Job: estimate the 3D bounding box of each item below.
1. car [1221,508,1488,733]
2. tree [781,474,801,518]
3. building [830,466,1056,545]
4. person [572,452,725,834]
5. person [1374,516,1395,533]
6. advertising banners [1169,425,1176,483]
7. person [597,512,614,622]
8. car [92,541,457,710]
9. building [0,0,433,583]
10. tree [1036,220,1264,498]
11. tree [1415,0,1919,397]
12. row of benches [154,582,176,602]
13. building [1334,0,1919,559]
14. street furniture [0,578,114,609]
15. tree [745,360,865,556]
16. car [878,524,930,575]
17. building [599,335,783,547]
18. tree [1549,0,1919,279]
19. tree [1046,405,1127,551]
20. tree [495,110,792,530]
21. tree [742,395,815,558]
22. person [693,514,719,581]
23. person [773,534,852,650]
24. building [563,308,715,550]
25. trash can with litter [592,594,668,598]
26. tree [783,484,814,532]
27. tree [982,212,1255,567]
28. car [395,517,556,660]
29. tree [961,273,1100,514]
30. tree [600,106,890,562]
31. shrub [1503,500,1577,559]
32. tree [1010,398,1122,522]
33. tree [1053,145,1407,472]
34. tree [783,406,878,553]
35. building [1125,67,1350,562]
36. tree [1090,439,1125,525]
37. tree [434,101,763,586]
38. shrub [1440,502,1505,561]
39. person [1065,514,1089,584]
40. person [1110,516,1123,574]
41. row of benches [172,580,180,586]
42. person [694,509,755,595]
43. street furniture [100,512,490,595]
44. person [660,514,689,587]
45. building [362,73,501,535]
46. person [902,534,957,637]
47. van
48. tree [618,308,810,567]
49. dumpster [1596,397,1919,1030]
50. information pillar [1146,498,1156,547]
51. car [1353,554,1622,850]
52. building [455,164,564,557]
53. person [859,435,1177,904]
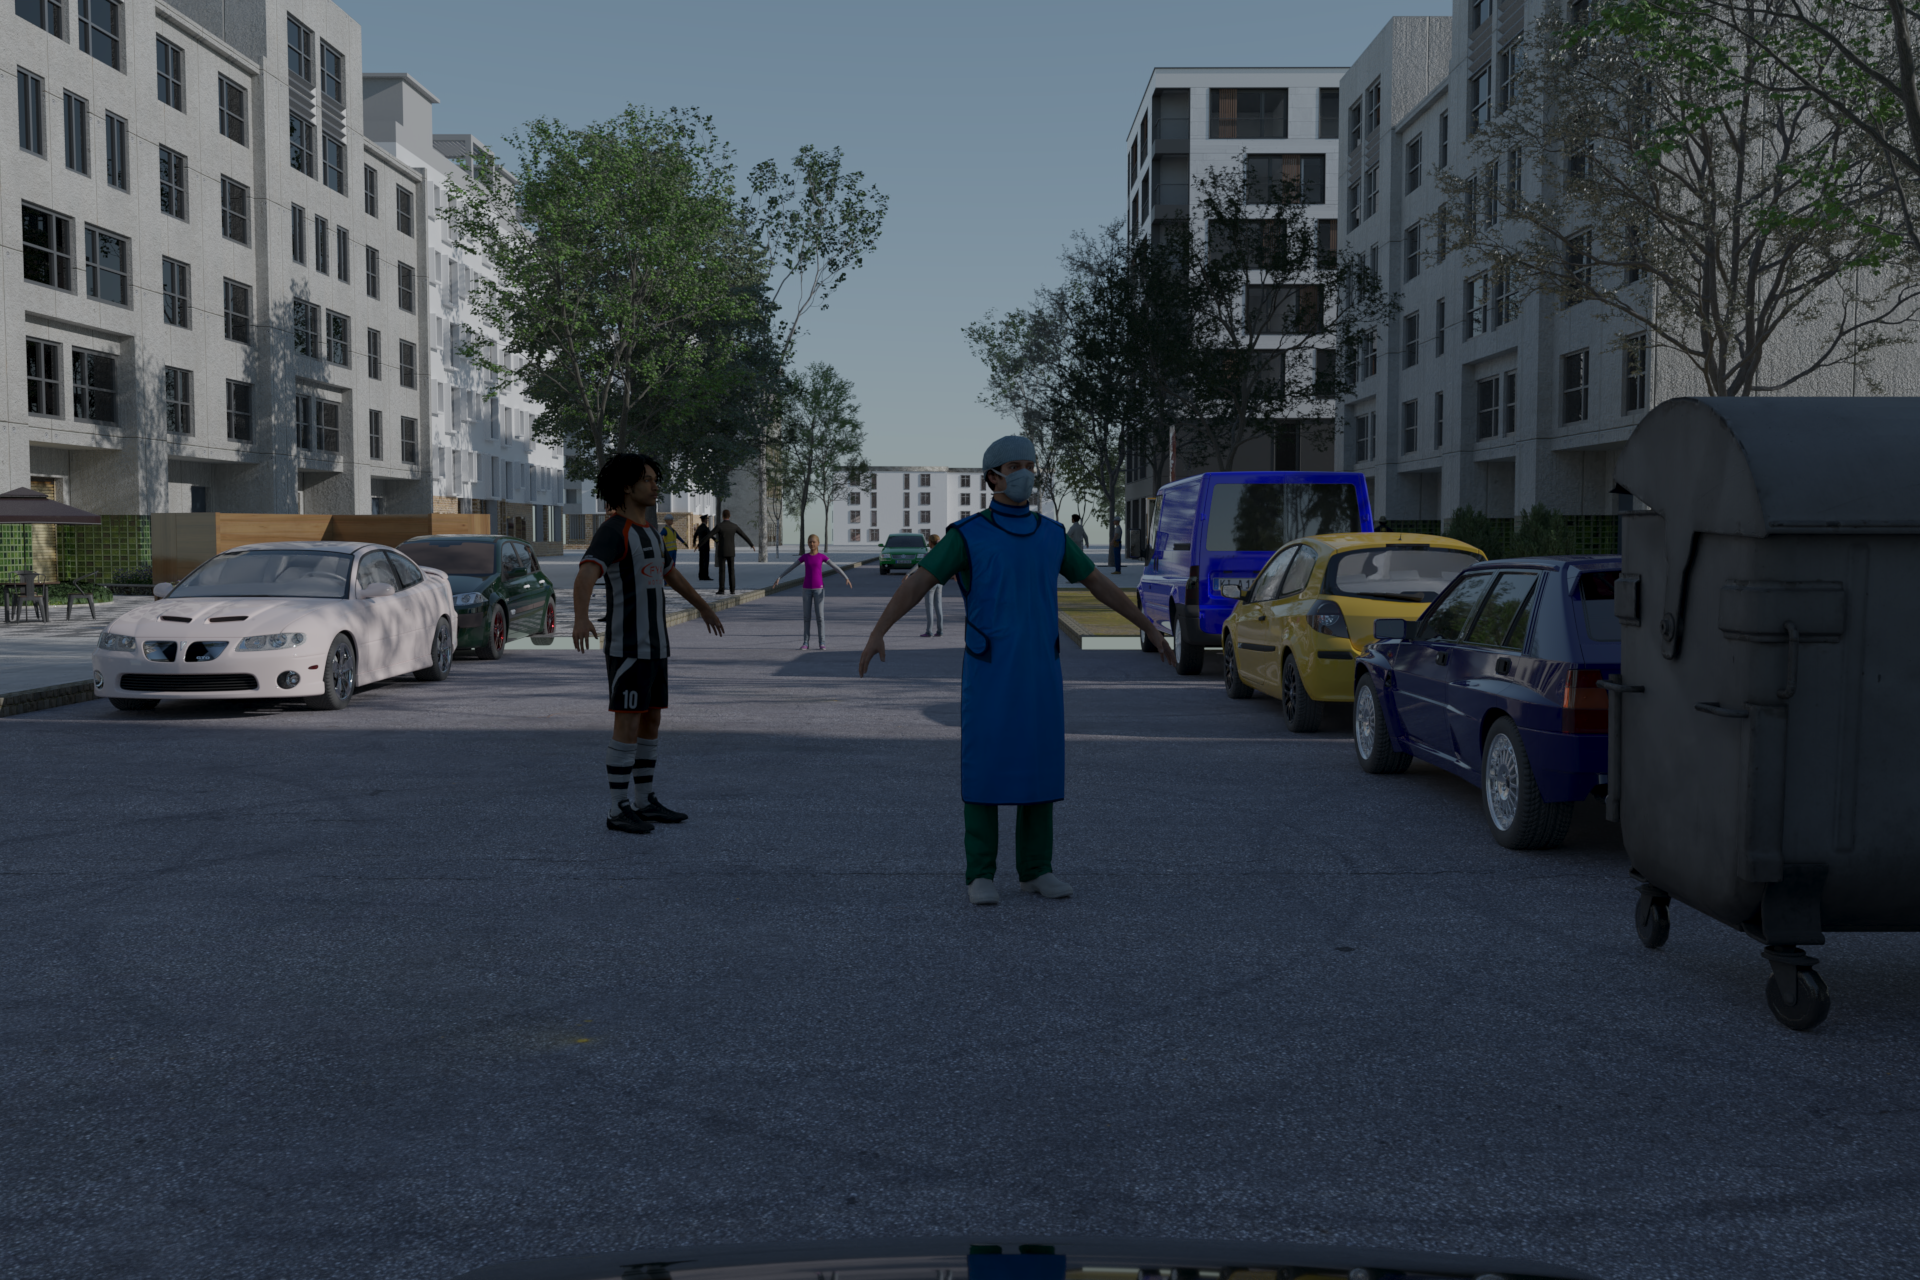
[{"bbox_3d":[3.196,-0.227,13.933,2.015,1.641,3.980,0,4,-1],"label":"car"},{"bbox_3d":[-22.526,-17.003,212.413,7.601,10.594,8.767,0,4,-7],"label":"tree"},{"bbox_3d":[-2.090,-16.567,215.469,28.070,9.664,9.099,0,4,-7],"label":"building"},{"bbox_3d":[-1.552,0.011,8.427,0.704,1.843,1.345,1,4,19],"label":"person"},{"bbox_3d":[13.200,-2.958,54.140,1.354,1.856,0.705,0,4,6],"label":"person"},{"bbox_3d":[3.400,-1.995,28.806,0.090,3.025,2.074,0,4,-1],"label":"advertising banners"},{"bbox_3d":[-5.064,-1.163,25.200,0.705,1.806,1.347,-3,5,-40],"label":"person"},{"bbox_3d":[-5.956,-0.198,15.595,2.083,1.381,4.827,0,3,0],"label":"car"},{"bbox_3d":[-29.136,-11.363,52.242,16.747,18.905,31.486,0,4,0],"label":"building"},{"bbox_3d":[5.784,-7.221,52.474,7.601,10.594,8.767,-1,4,-21],"label":"tree"},{"bbox_3d":[13.067,-7.271,29.246,12.009,13.543,11.850,0,3,0],"label":"tree"},{"bbox_3d":[-9.023,-0.443,22.707,4.104,0.672,1.422,2,4,32],"label":"row of benches"},{"bbox_3d":[23.098,-11.362,52.226,16.747,18.905,31.486,0,4,0],"label":"building"},{"bbox_3d":[-20.547,-0.879,29.991,10.072,0.657,5.734,0,4,2],"label":"street furniture"},{"bbox_3d":[-9.241,-10.827,102.781,9.928,11.665,9.643,0,3,0],"label":"tree"},{"bbox_3d":[-1.939,-3.272,62.286,1.959,1.807,4.718,0,4,0],"label":"car"},{"bbox_3d":[-28.835,-21.393,180.709,19.493,23.208,18.063,0,4,0],"label":"building"},{"bbox_3d":[9.008,-5.466,15.120,9.928,11.665,9.643,0,3,0],"label":"tree"},{"bbox_3d":[6.233,-8.385,87.464,4.737,8.622,4.395,0,3,0],"label":"tree"},{"bbox_3d":[-9.454,-8.942,52.862,9.857,13.997,8.962,0,3,0],"label":"tree"},{"bbox_3d":[-9.643,-8.601,90.986,4.360,8.622,3.978,0,3,0],"label":"tree"},{"bbox_3d":[-7.034,-2.561,47.812,0.705,1.837,1.347,-3,5,-42],"label":"person"},{"bbox_3d":[-1.825,-0.594,21.442,0.991,1.433,0.599,0,4,5],"label":"person"},{"bbox_3d":[-27.396,-17.664,145.227,16.016,20.090,11.380,0,4,0],"label":"building"},{"bbox_3d":[-6.679,-1.492,35.446,1.678,1.210,2.233,0,4,1],"label":"trash can with litter"},{"bbox_3d":[-19.965,-16.443,219.203,4.360,8.622,3.978,0,3,0],"label":"tree"},{"bbox_3d":[5.882,-9.595,67.241,12.009,13.543,11.850,0,3,0],"label":"tree"},{"bbox_3d":[-6.107,-0.683,20.951,2.009,1.686,4.222,0,4,0],"label":"car"},{"bbox_3d":[6.525,-16.554,126.550,12.611,20.169,13.585,0,3,0],"label":"tree"},{"bbox_3d":[-10.348,-13.616,78.518,12.611,20.169,13.585,0,3,0],"label":"tree"},{"bbox_3d":[12.789,-2.062,38.140,1.690,2.028,1.600,0,3,0],"label":"shrub"},{"bbox_3d":[6.550,-10.952,113.482,8.767,10.594,7.601,1,4,11],"label":"tree"},{"bbox_3d":[6.422,-6.619,42.633,8.767,10.594,7.601,0,4,7],"label":"tree"},{"bbox_3d":[-8.966,-11.312,119.356,7.601,10.594,8.767,-3,4,-36],"label":"tree"},{"bbox_3d":[22.581,-15.193,92.379,27.936,21.610,32.646,0,4,0],"label":"building"},{"bbox_3d":[21.241,-19.048,218.095,9.857,13.997,8.962,0,3,0],"label":"tree"},{"bbox_3d":[-8.734,-7.171,42.995,9.928,11.665,9.643,0,3,0],"label":"tree"},{"bbox_3d":[11.810,-2.199,40.371,1.690,2.028,1.600,0,3,0],"label":"shrub"},{"bbox_3d":[2.978,-2.377,45.051,0.705,1.806,1.347,3,5,41],"label":"person"},{"bbox_3d":[5.003,-3.026,55.326,0.705,1.847,1.347,1,4,14],"label":"person"},{"bbox_3d":[-9.842,-0.661,26.264,1.422,0.672,4.104,3,4,38],"label":"row of benches"},{"bbox_3d":[-4.961,-1.865,36.712,1.346,1.802,0.704,-2,4,-25],"label":"person"},{"bbox_3d":[-14.063,-1.990,39.391,11.010,1.723,9.812,2,4,25],"label":"street furniture"},{"bbox_3d":[-7.026,-2.193,42.320,0.721,1.772,1.216,2,4,27],"label":"person"},{"bbox_3d":[-27.733,-13.217,72.518,16.016,20.090,11.380,0,4,1],"label":"building"},{"bbox_3d":[-0.408,-0.760,24.156,0.991,1.433,0.599,-3,5,-42],"label":"person"},{"bbox_3d":[3.135,-0.909,19.251,2.240,2.365,5.245,0,3,0],"label":"van"},{"bbox_3d":[-9.486,-8.082,66.550,8.767,10.594,7.601,1,4,11],"label":"tree"},{"bbox_3d":[3.112,0.168,5.468,1.865,1.857,1.264,0,4,0],"label":"dumpster"},{"bbox_3d":[3.957,-1.889,35.385,0.304,2.012,0.304,0,4,0],"label":"information pillar"},{"bbox_3d":[3.297,0.206,9.217,1.945,1.354,3.894,0,4,-1],"label":"car"},{"bbox_3d":[-28.516,-14.290,90.067,16.016,20.090,11.380,0,4,-1],"label":"building"},{"bbox_3d":[0.214,0.109,6.797,1.347,1.817,0.704,-1,4,-23],"label":"person"}]
